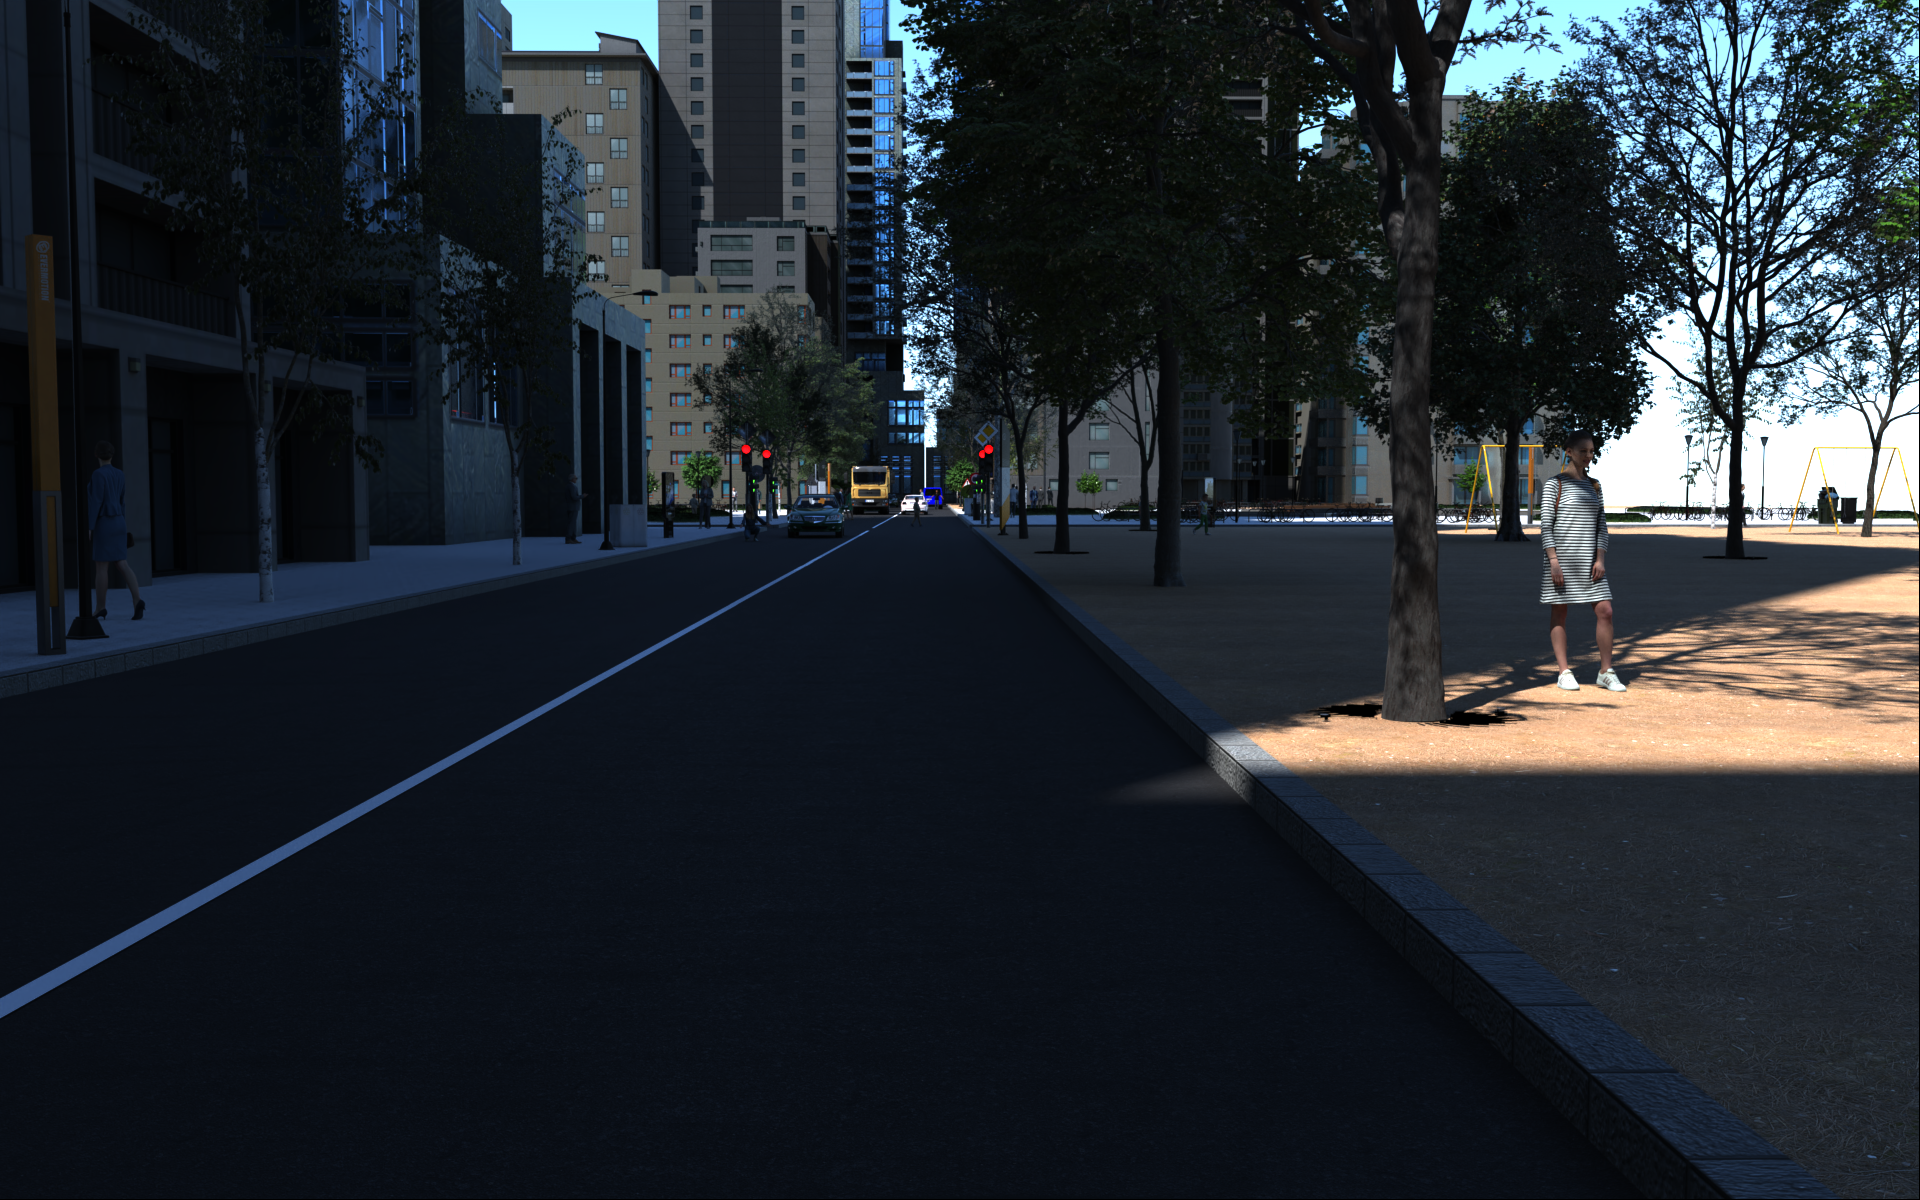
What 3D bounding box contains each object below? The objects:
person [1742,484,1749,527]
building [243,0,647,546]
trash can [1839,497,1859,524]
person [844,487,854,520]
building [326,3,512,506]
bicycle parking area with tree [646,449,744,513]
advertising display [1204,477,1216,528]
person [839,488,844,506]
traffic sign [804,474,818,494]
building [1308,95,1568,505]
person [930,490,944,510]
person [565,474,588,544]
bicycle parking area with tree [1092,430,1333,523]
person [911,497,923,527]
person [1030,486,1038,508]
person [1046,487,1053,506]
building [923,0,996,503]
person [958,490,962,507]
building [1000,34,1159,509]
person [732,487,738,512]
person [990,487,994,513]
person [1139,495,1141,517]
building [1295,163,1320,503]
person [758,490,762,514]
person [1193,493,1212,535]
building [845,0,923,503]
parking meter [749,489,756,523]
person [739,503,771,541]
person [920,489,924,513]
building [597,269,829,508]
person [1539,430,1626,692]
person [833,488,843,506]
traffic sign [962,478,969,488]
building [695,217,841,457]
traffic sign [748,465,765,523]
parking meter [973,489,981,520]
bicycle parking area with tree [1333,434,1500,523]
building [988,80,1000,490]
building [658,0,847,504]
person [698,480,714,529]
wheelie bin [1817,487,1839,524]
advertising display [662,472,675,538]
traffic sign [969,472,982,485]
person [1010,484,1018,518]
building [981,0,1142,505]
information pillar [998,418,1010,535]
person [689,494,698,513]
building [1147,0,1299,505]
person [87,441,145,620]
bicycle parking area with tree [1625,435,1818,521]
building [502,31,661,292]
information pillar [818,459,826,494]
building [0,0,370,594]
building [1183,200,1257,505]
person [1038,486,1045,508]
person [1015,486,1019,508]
[{"bbox_3d":[32.062,-3.837,71.018,0.659,1.850,0.755,-3,5,-42],"label":"person"},{"bbox_3d":[-27.028,-45.143,50.761,31.000,86.520,22.319,0,4,-1],"label":"building"},{"bbox_3d":[38.235,-3.845,74.515,0.748,1.137,0.748,0,3,0],"label":"trash can"},{"bbox_3d":[-6.093,-5.292,95.278,0.529,1.795,0.600,-1,4,-19],"label":"person"},{"bbox_3d":[-75.342,-49.283,244.033,20.611,71.187,20.563,0,4,-1],"label":"building"},{"bbox_3d":[-18.916,-7.758,113.846,9.016,4.147,8.231,3,5,43],"label":"bicycle parking area with tree"},{"bbox_3d":[9.642,-3.767,66.800,0.123,1.923,0.974,-1,4,-13],"label":"advertising display"},{"bbox_3d":[-7.834,-6.444,114.039,0.419,1.800,0.721,0,4,-6],"label":"person"},{"bbox_3d":[-9.419,-6.696,109.481,0.884,2.594,0.081,0,4,6],"label":"traffic sign"},{"bbox_3d":[58.925,-36.172,211.013,30.456,49.044,23.786,0,4,-1],"label":"building"},{"bbox_3d":[-2.146,-9.306,160.671,1.348,1.822,0.705,1,4,13],"label":"person"},{"bbox_3d":[-9.924,-2.354,44.712,0.590,1.801,0.661,-2,4,-29],"label":"person"},{"bbox_3d":[11.146,-5.687,79.985,9.016,4.147,8.231,-1,4,-12],"label":"bicycle parking area with tree"},{"bbox_3d":[-1.913,-3.879,76.194,0.640,1.303,0.475,-3,4,-37],"label":"person"},{"bbox_3d":[4.789,-6.521,112.841,0.721,1.800,0.419,-2,4,-30],"label":"person"},{"bbox_3d":[7.570,-8.541,145.049,0.648,1.900,0.474,2,4,25],"label":"person"},{"bbox_3d":[10.652,-57.105,246.331,31.000,86.520,22.319,0,4,-1],"label":"building"},{"bbox_3d":[0.014,-10.182,172.524,0.705,1.822,1.348,-1,4,-11],"label":"person"},{"bbox_3d":[10.567,-28.916,156.370,14.154,41.232,14.086,0,4,-1],"label":"building"},{"bbox_3d":[-16.499,-7.363,126.624,0.606,1.804,0.583,-1,4,-20],"label":"person"},{"bbox_3d":[2.190,-6.457,112.161,0.519,1.759,0.362,-1,4,-15],"label":"person"},{"bbox_3d":[6.866,-3.314,64.904,0.332,1.250,0.352,2,4,24],"label":"person"},{"bbox_3d":[58.288,-38.083,246.354,21.600,48.544,21.300,0,4,-1],"label":"building"},{"bbox_3d":[-12.601,-6.230,107.885,0.794,1.824,0.713,1,4,19],"label":"person"},{"bbox_3d":[7.570,-2.678,54.084,0.590,1.304,0.306,2,4,25],"label":"person"},{"bbox_3d":[-20.570,-57.015,244.862,31.000,86.520,22.319,0,4,-1],"label":"building"},{"bbox_3d":[-9.189,-4.199,77.064,0.372,1.533,0.369,0,3,0],"label":"parking meter"},{"bbox_3d":[-6.272,-2.376,52.844,1.012,1.151,0.738,-1,4,-14],"label":"person"},{"bbox_3d":[-2.865,-7.387,129.376,0.391,1.810,0.635,-1,4,-19],"label":"person"},{"bbox_3d":[-27.094,-19.474,163.443,27.650,21.520,28.899,0,4,-1],"label":"building"},{"bbox_3d":[4.047,-0.265,11.387,0.512,1.701,0.522,-1,4,-13],"label":"person"},{"bbox_3d":[-6.871,-5.408,97.334,0.576,1.772,0.534,-1,4,-14],"label":"person"},{"bbox_3d":[0.604,-8.635,141.184,0.884,2.594,0.081,0,4,7],"label":"traffic sign"},{"bbox_3d":[-20.107,-25.262,184.736,14.160,30.474,14.107,0,4,-1],"label":"building"},{"bbox_3d":[-8.900,-4.632,75.841,0.768,2.556,0.104,0,4,7],"label":"traffic sign"},{"bbox_3d":[0.821,-4.644,84.345,0.372,1.533,0.369,0,3,0],"label":"parking meter"},{"bbox_3d":[21.316,-5.725,80.612,9.016,4.147,8.231,3,5,44],"label":"bicycle parking area with tree"},{"bbox_3d":[9.912,-31.819,170.354,14.600,45.320,14.200,0,4,-1],"label":"building"},{"bbox_3d":[-24.670,-47.255,210.868,20.611,71.187,20.563,0,4,-1],"label":"building"},{"bbox_3d":[-9.363,-3.528,63.911,0.537,1.800,0.526,0,4,7],"label":"person"},{"bbox_3d":[37.135,-4.048,74.093,0.693,1.594,0.980,-2,4,-24],"label":"wheelie bin"},{"bbox_3d":[-8.535,-2.781,50.679,0.123,1.923,0.974,0,4,6],"label":"advertising display"},{"bbox_3d":[0.937,-6.218,101.763,0.768,2.556,0.104,0,4,0],"label":"traffic sign"},{"bbox_3d":[2.888,-5.385,93.930,0.661,1.843,0.795,0,4,-5],"label":"person"},{"bbox_3d":[12.688,-45.794,186.979,20.563,71.187,20.611,0,4,-1],"label":"building"},{"bbox_3d":[1.386,-3.825,53.891,0.183,3.616,0.504,2,4,33],"label":"information pillar"},{"bbox_3d":[-12.923,-4.513,84.098,0.475,1.303,0.640,0,4,-1],"label":"person"},{"bbox_3d":[37.191,-49.341,244.976,20.611,71.187,20.563,0,4,-1],"label":"building"},{"bbox_3d":[-8.613,-0.704,17.575,0.654,1.822,0.581,2,4,25],"label":"person"},{"bbox_3d":[37.766,-6.003,85.158,8.231,4.147,9.016,-1,4,-12],"label":"bicycle parking area with tree"},{"bbox_3d":[-48.656,-37.766,206.718,27.495,52.752,28.713,0,4,-1],"label":"building"},{"bbox_3d":[-8.997,-7.447,113.118,0.504,3.616,0.183,-2,4,-30],"label":"information pillar"},{"bbox_3d":[-21.570,-35.991,26.712,20.563,71.187,20.611,0,4,-1],"label":"building"},{"bbox_3d":[18.698,-31.706,210.273,32.217,40.220,23.993,0,4,-1],"label":"building"},{"bbox_3d":[5.984,-7.551,129.286,0.659,1.850,0.755,0,4,5],"label":"person"},{"bbox_3d":[3.649,-6.366,110.307,0.511,1.800,0.466,1,4,13],"label":"person"}]
